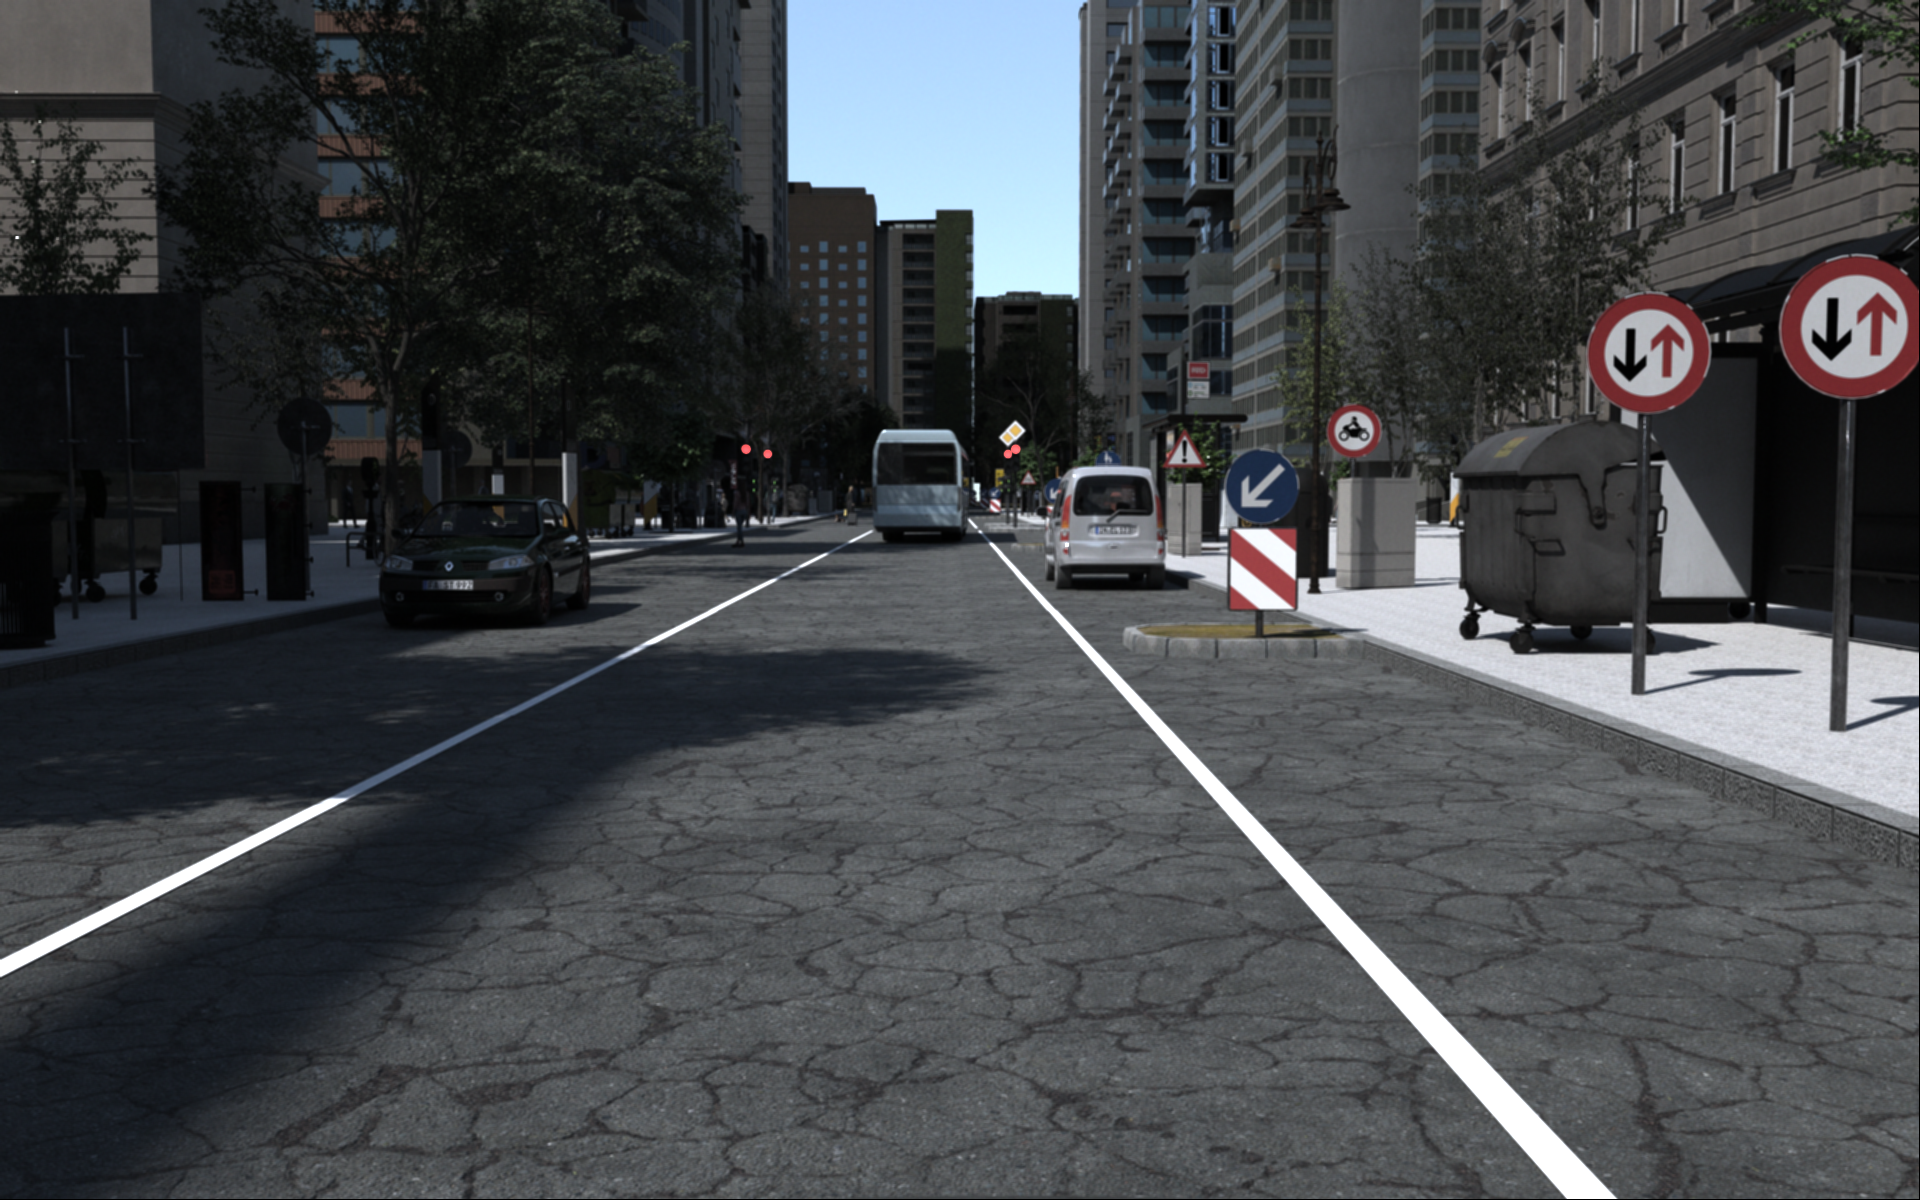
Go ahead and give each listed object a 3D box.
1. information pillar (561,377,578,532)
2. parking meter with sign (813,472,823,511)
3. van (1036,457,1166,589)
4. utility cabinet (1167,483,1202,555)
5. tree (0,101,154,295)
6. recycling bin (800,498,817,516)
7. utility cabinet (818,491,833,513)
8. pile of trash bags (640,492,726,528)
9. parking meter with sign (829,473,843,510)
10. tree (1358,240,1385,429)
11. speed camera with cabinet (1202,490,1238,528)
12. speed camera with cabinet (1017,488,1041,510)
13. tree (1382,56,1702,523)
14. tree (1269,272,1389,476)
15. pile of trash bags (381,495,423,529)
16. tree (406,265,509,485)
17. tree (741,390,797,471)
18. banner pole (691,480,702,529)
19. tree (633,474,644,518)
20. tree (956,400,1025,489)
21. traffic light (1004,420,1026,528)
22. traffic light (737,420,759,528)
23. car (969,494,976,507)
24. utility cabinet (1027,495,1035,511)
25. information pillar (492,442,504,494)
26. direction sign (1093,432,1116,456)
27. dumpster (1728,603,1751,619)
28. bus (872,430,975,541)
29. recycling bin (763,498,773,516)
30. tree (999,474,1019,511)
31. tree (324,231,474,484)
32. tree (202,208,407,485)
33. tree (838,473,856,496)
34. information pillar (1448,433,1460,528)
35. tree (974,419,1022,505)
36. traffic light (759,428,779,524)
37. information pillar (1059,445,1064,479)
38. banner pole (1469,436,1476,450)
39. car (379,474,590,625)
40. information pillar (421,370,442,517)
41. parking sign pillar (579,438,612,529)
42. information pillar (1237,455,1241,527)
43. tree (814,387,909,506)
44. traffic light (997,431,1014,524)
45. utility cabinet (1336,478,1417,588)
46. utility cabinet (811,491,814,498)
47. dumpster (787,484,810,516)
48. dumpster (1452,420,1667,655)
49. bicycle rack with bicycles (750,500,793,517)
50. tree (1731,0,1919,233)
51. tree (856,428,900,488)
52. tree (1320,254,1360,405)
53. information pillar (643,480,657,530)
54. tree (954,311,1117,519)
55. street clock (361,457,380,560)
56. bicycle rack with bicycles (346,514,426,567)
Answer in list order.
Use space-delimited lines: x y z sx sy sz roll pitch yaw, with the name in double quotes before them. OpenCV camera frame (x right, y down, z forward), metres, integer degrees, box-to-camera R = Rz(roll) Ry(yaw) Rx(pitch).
"information pillar" -7.868 -2.663 34.890 0.183 3.616 0.504 1 4 14
"parking meter with sign" -11.021 -8.509 135.384 0.543 3.016 1.738 -1 4 -16
"van" 2.242 -1.248 27.418 2.013 2.044 4.112 0 4 0
"utility cabinet" 4.719 -1.702 36.504 0.318 1.500 1.173 -1 4 -15
"tree" -17.105 -4.983 31.839 4.737 8.622 4.395 0 3 0
"recycling bin" -9.027 -5.546 103.238 0.722 1.027 0.722 3 4 37
"utility cabinet" -8.975 -6.525 115.370 0.318 1.500 1.173 -3 5 -42
"pile of trash bags" -10.512 -3.424 65.729 3.447 1.369 1.912 0 4 2
"parking meter with sign" -10.630 -9.023 143.785 1.738 3.016 0.543 1 4 18
"tree" 10.821 -5.168 34.859 4.360 8.622 3.978 0 3 0
"speed camera with cabinet" 9.729 -4.303 64.685 2.038 3.252 0.660 -1 4 -21
"speed camera with cabinet" 5.489 -8.789 138.035 2.038 3.252 0.660 -2 4 -29
"tree" 9.998 -4.810 29.007 4.360 8.622 3.978 0 3 0
"tree" 12.242 -6.603 58.326 4.737 8.622 4.395 0 3 0
"pile of trash bags" -20.838 -3.358 64.663 1.912 1.369 3.447 -2 4 -34
"tree" -16.351 -6.376 54.609 4.360 8.622 3.978 0 3 0
"tree" -12.764 -10.089 115.324 4.737 8.622 4.395 0 3 0
"banner pole" -9.615 -4.489 63.419 0.401 3.779 0.863 0 4 6
"tree" -16.764 -5.931 91.581 1.663 3.219 1.824 0 3 0
"tree" 3.221 -19.015 221.256 12.009 13.543 11.850 0 3 0
"traffic light" 2.090 -4.709 65.914 0.839 4.253 0.868 0 4 0
"traffic light" -8.071 -4.703 65.815 0.839 4.253 0.868 0 4 0
"car" 0.847 -11.310 195.137 2.015 1.641 3.980 0 4 -2
"utility cabinet" 5.352 -7.325 130.923 0.306 1.237 1.020 -1 4 -17
"information pillar" -19.806 -5.073 74.304 0.504 3.616 0.183 -3 4 -39
"direction sign" 5.311 -4.393 63.825 0.876 3.537 0.379 -1 4 -17
"dumpster" 7.466 -0.981 18.534 1.502 2.255 1.985 0 4 -1
"bus" -1.080 -3.750 56.167 2.948 3.499 13.247 0 4 1
"recycling bin" -11.260 -5.401 100.855 0.722 1.027 0.722 2 4 33
"tree" 3.761 -8.420 132.271 1.663 3.219 1.824 0 3 0
"tree" -16.042 -6.062 49.474 4.737 8.622 4.395 0 3 0
"tree" -16.989 -5.724 43.946 4.360 8.622 3.978 0 3 0
"tree" -10.493 -9.895 156.387 1.663 3.219 1.824 0 3 0
"information pillar" 18.904 -4.576 66.172 0.183 3.616 0.504 -1 4 -18
"tree" 3.627 -13.090 164.382 4.360 8.622 3.978 0 3 0
"traffic light" -8.137 -5.191 73.800 0.839 4.253 0.868 0 4 0
"information pillar" 4.816 -5.574 82.486 0.183 3.616 0.504 2 4 25
"banner pole" 21.984 -5.149 74.196 0.401 3.779 0.863 -2 4 -26
"car" -5.439 -0.634 20.151 2.009 1.686 4.222 0 4 -2
"information pillar" -10.012 -2.538 32.857 0.504 3.616 0.183 3 4 37
"parking sign pillar" -13.728 -4.654 64.561 1.447 3.967 1.447 -2 4 -34
"information pillar" 5.454 -1.735 32.866 0.304 2.012 0.304 -1 4 -8
"tree" -10.585 -16.152 181.098 9.611 12.733 9.660 0 3 0
"traffic light" 2.024 -5.197 73.899 0.839 4.253 0.868 0 4 0
"utility cabinet" 5.664 -0.912 23.593 1.173 1.500 0.318 -2 4 -30
"utility cabinet" -12.239 -7.918 138.142 1.173 1.500 0.318 2 4 30
"dumpster" -9.475 -5.834 101.138 1.264 1.857 1.865 0 4 -1
"dumpster" 5.003 -0.535 14.512 1.264 1.857 1.865 0 4 -1
"bicycle rack with bicycles" -10.843 -5.212 98.593 2.925 0.926 2.852 -2 4 -34
"tree" 12.141 -5.650 18.131 9.928 11.665 9.643 0 3 0
"tree" -10.817 -18.519 220.917 7.486 12.596 7.792 0 3 0
"tree" 12.420 -6.069 49.599 4.360 8.622 3.978 0 3 0
"information pillar" -10.955 -4.269 61.146 0.504 3.616 0.183 -2 4 -29
"tree" 4.163 -9.404 88.171 8.767 10.594 7.601 -2 4 -29
"street clock" -11.555 -1.798 33.972 0.358 2.002 0.471 0 4 -3
"bicycle rack with bicycles" -9.576 -1.064 30.780 2.925 0.926 2.852 3 5 44
